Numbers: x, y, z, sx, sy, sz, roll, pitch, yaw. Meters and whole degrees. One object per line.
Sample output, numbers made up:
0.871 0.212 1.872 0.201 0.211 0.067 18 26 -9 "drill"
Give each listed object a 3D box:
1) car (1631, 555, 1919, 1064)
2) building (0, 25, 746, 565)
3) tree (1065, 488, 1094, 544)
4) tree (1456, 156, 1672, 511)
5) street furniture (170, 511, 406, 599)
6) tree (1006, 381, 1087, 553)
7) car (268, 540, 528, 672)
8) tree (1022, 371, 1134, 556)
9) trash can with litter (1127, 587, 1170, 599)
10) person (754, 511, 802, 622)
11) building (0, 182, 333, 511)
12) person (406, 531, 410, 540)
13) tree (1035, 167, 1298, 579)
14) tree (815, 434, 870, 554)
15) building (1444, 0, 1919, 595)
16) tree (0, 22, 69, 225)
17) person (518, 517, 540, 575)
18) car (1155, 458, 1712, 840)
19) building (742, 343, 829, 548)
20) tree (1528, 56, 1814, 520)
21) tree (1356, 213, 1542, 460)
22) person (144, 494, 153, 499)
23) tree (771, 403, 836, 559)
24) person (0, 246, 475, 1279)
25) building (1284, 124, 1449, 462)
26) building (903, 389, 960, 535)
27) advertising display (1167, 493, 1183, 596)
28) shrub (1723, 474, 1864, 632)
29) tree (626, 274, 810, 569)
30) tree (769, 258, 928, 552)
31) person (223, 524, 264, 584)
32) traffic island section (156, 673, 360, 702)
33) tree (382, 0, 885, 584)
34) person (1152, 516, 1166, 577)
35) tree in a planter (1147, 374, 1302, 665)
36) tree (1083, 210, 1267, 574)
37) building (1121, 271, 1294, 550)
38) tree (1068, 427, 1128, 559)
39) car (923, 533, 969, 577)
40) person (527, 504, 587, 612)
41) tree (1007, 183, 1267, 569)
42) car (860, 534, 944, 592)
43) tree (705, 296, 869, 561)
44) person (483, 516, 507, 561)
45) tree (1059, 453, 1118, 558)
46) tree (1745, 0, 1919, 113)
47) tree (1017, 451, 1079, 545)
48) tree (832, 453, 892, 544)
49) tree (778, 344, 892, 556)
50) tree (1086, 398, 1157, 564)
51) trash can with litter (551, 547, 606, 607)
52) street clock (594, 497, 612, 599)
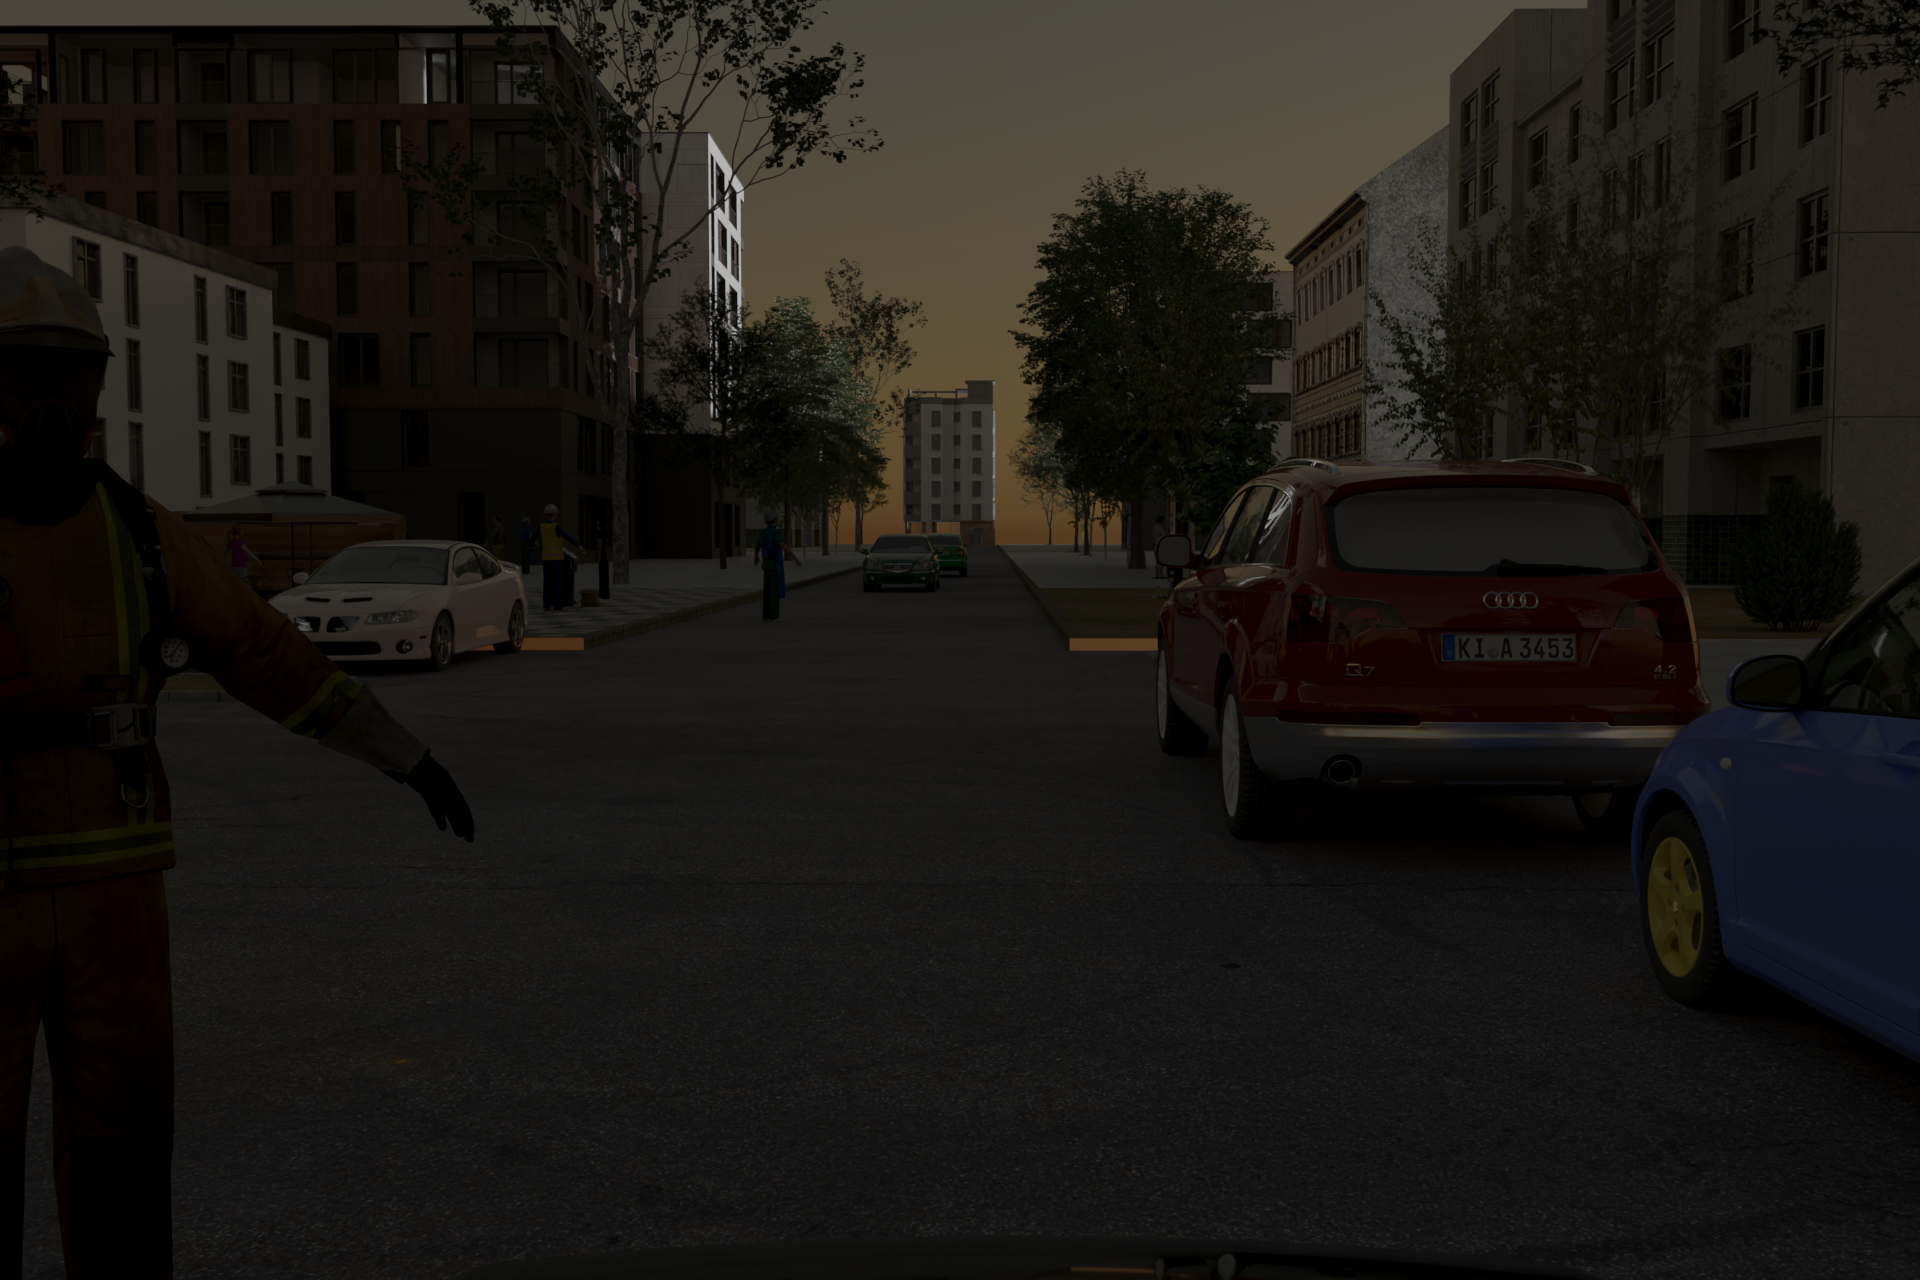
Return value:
2.985 0.332 4.159 1.945 1.707 3.694 0 4 1 "car"
-26.667 -14.819 86.271 27.936 21.610 32.646 0 3 0 "building"
15.284 -16.394 218.396 4.737 8.622 4.395 0 3 0 "tree"
11.839 -5.100 33.746 4.737 8.622 4.395 0 3 0 "tree"
-15.685 -1.887 37.702 11.010 1.723 9.812 -1 4 -13 "street furniture"
8.249 -12.865 120.719 12.009 13.543 11.850 0 3 0 "tree"
-6.276 -0.441 19.580 2.083 1.381 4.827 0 4 1 "car"
7.579 -10.893 103.862 9.928 11.665 9.643 0 3 0 "tree"
4.196 -1.407 34.066 1.678 1.210 2.233 0 4 0 "trash can with litter"
-3.046 -1.209 28.346 0.704 1.817 1.347 -3 4 -38 "person"
-26.336 -6.941 55.633 9.099 9.664 28.070 0 4 2 "building"
-17.962 -3.026 55.407 0.705 1.837 1.347 1 4 17 "person"
6.006 -7.559 49.353 9.928 11.665 9.643 0 3 0 "tree"
-8.047 -9.848 111.385 4.360 8.622 3.978 0 3 0 "tree"
26.833 -11.301 51.225 16.747 18.905 31.486 0 4 1 "building"
-12.619 -5.006 16.263 8.767 10.594 7.601 0 4 -7 "tree"
-13.609 -2.957 54.470 0.704 1.817 1.347 -3 4 -39 "person"
2.293 -0.060 9.654 2.281 1.827 5.304 0 4 1 "car"
-23.161 -18.756 173.118 16.747 18.905 31.486 0 4 2 "building"
10.623 -4.730 27.706 4.360 8.622 3.978 0 3 0 "tree"
11.226 -5.427 39.093 4.737 8.622 4.395 0 3 0 "tree"
-11.417 -1.127 24.279 0.705 1.847 1.347 0 4 7 "person"
-8.185 -8.561 90.340 4.737 8.622 4.395 0 3 0 "tree"
-1.390 0.343 2.612 0.705 1.858 1.354 3 5 44 "person"
27.226 -15.546 85.112 19.493 23.208 18.063 0 4 1 "building"
-6.759 -21.945 217.674 11.380 20.090 16.016 0 4 5 "building"
3.147 -1.231 25.334 0.123 1.923 0.974 0 4 1 "advertising display"
11.028 -1.155 22.923 1.661 2.075 1.752 0 3 0 "shrub"
-8.979 -7.873 63.142 7.601 10.594 8.767 -3 4 -38 "tree"
-8.290 -16.271 121.912 12.611 20.169 13.585 0 3 0 "tree"
-10.959 -1.050 26.436 0.991 1.433 0.599 2 4 34 "person"
-6.642 0.432 15.802 1.991 0.108 1.994 0 4 1 "traffic island section"
-8.337 -11.575 45.148 12.611 20.169 13.585 0 3 0 "tree"
5.779 -2.666 49.781 0.705 1.806 1.347 -1 4 -16 "person"
3.134 -1.356 19.389 1.991 3.239 1.994 0 3 0 "tree in a planter"
4.984 -5.396 38.593 4.737 8.622 4.395 0 3 0 "tree"
27.899 -18.784 151.087 27.936 21.610 32.646 0 4 1 "building"
7.457 -8.422 88.066 4.360 8.622 3.978 0 3 0 "tree"
-0.647 -3.062 58.862 1.959 1.807 4.718 0 4 0 "car"
-6.700 -1.359 28.691 1.216 1.772 0.721 2 4 26 "person"
6.607 -9.586 63.391 9.857 13.997 8.962 0 3 0 "tree"
-1.468 -1.999 44.483 2.131 1.459 4.920 0 4 1 "car"
-8.192 -10.055 82.528 7.486 12.596 7.792 0 3 0 "tree"
-13.117 -2.618 49.080 0.705 1.796 1.348 1 4 10 "person"
7.267 -8.836 94.832 4.737 8.622 4.395 0 3 0 "tree"
8.924 -4.657 10.560 7.601 10.594 8.767 -2 4 -25 "tree"
10.903 -17.472 211.415 9.928 11.665 9.643 0 3 0 "tree"
-12.331 -17.610 213.678 9.928 11.665 9.643 0 3 0 "tree"
-7.929 -11.289 102.705 7.486 12.596 7.792 0 3 0 "tree"
7.134 -7.505 73.064 4.737 8.622 4.395 0 3 0 "tree"
-6.832 -1.183 30.721 1.055 1.170 0.624 0 4 2 "trash can with litter"
-7.019 -1.807 34.109 0.358 2.002 0.471 0 4 0 "street clock"
